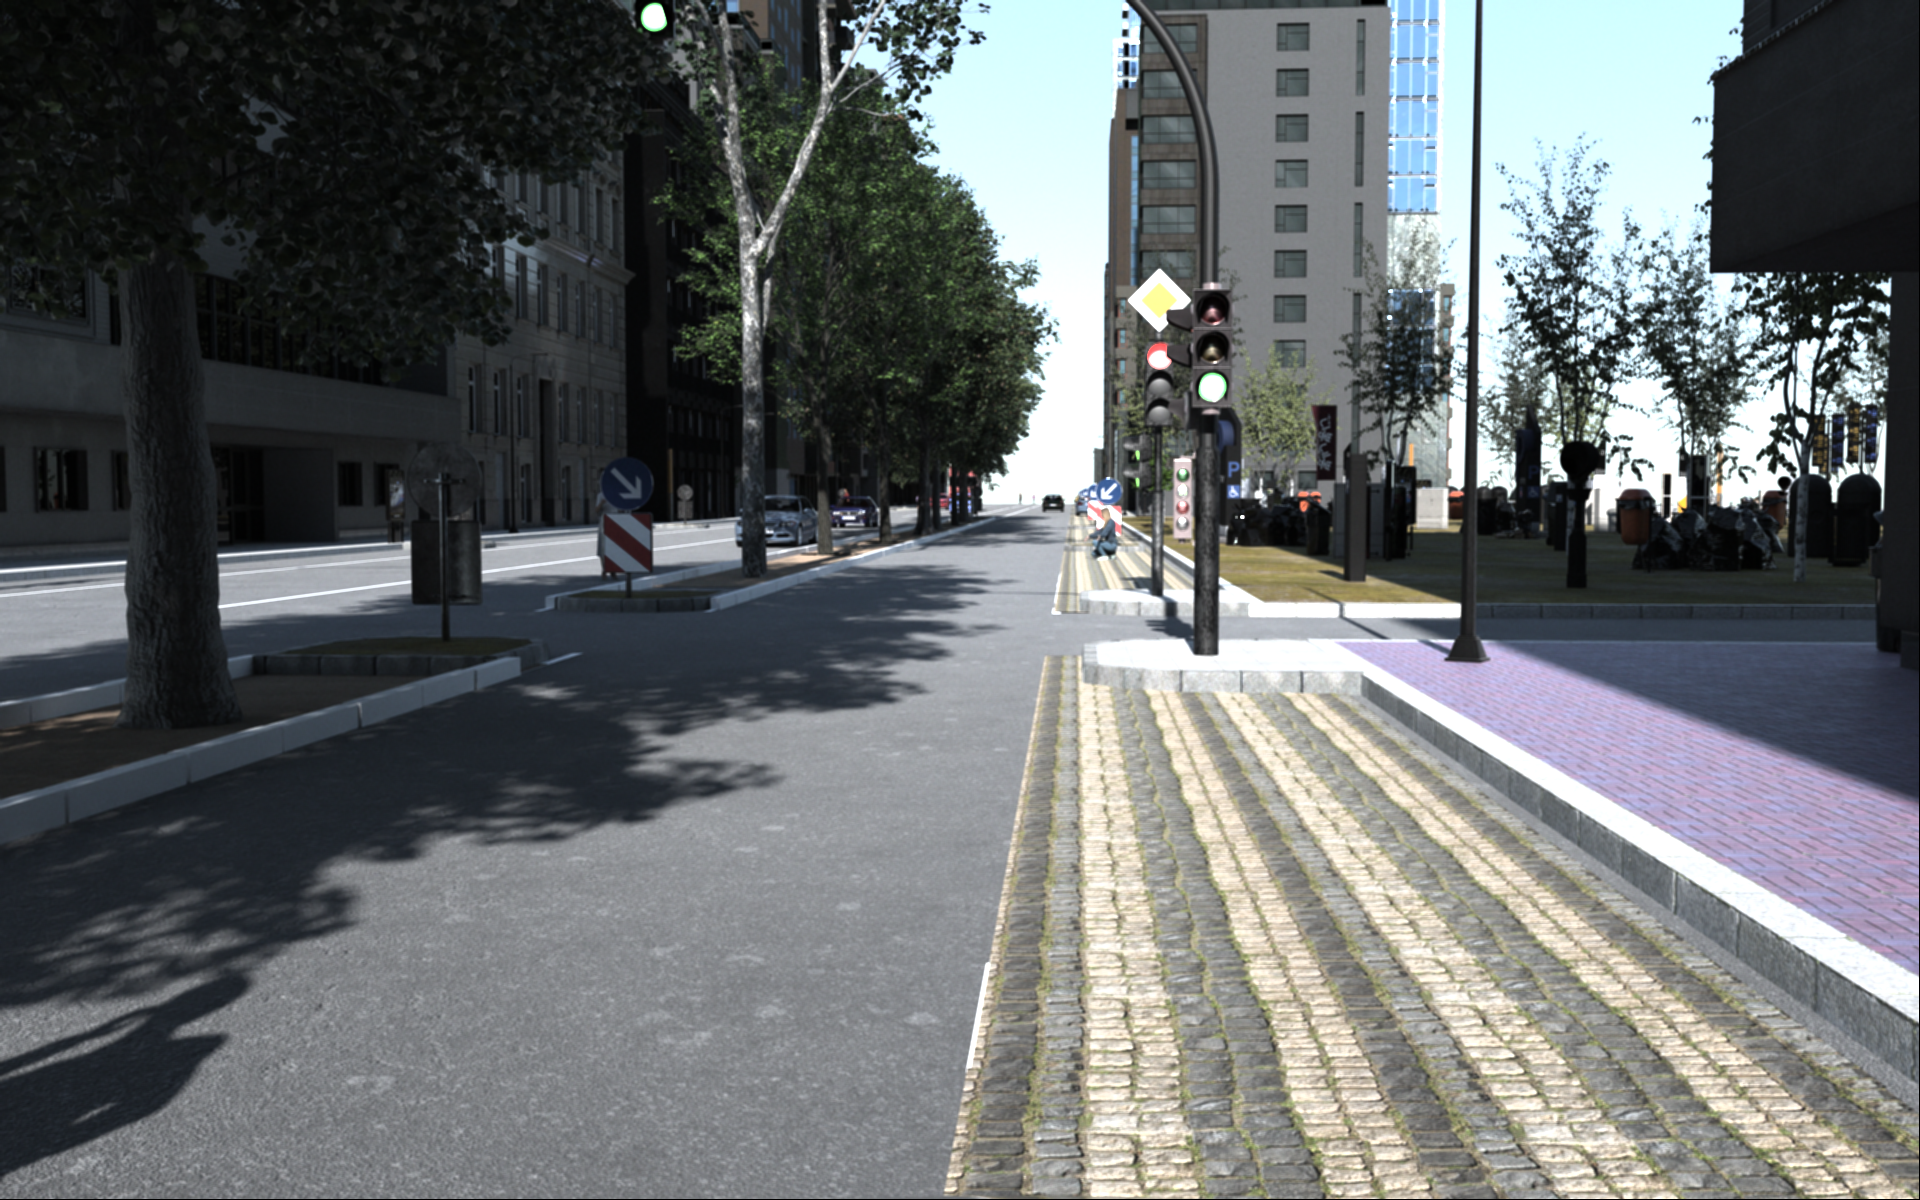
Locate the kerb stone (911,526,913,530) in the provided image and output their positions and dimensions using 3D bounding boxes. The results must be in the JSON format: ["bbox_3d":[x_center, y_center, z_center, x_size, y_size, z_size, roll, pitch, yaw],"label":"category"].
[{"bbox_3d":[-2.046,-2.808,68.112,0.120,0.150,1.000,0,4,4],"label":"kerb stone"}]

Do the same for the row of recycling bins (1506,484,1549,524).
[{"bbox_3d":[25.106,-4.132,74.675,1.069,1.692,3.534,-1,4,-14],"label":"row of recycling bins"}]

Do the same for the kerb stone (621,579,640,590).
[{"bbox_3d":[-4.877,-0.183,25.193,0.120,0.150,1.000,0,4,4],"label":"kerb stone"}]

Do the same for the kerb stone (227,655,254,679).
[{"bbox_3d":[-5.659,0.543,13.315,0.120,0.150,1.000,0,4,4],"label":"kerb stone"}]

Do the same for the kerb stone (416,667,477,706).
[{"bbox_3d":[-3.643,0.613,12.168,0.120,0.150,1.000,0,4,4],"label":"kerb stone"}]

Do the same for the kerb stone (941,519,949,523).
[{"bbox_3d":[-0.763,-3.996,87.522,0.120,0.150,1.000,0,4,4],"label":"kerb stone"}]

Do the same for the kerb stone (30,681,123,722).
[{"bbox_3d":[-5.803,0.673,11.276,0.120,0.150,1.000,0,4,4],"label":"kerb stone"}]

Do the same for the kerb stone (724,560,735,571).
[{"bbox_3d":[-4.408,-0.621,32.344,0.120,0.150,1.000,0,4,4],"label":"kerb stone"}]

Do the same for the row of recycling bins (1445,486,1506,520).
[{"bbox_3d":[26.148,-4.942,87.907,3.534,1.692,1.069,-1,4,-12],"label":"row of recycling bins"}]

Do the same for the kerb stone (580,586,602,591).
[{"bbox_3d":[-5.011,-0.053,23.154,0.120,0.150,1.000,0,4,4],"label":"kerb stone"}]

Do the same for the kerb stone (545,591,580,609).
[{"bbox_3d":[-5.088,0.004,22.134,0.120,0.150,1.000,0,4,4],"label":"kerb stone"}]

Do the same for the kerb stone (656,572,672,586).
[{"bbox_3d":[-4.743,-0.305,27.237,0.120,0.150,1.000,0,4,4],"label":"kerb stone"}]

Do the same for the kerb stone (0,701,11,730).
[{"bbox_3d":[-5.865,0.730,10.255,0.120,0.150,1.000,0,4,4],"label":"kerb stone"}]

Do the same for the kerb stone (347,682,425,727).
[{"bbox_3d":[-3.703,0.676,11.138,0.120,0.150,1.000,0,4,4],"label":"kerb stone"}]

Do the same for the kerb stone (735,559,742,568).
[{"bbox_3d":[-4.343,-0.680,33.364,0.120,0.150,1.000,0,4,4],"label":"kerb stone"}]

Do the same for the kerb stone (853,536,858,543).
[{"bbox_3d":[-3.186,-1.744,50.757,0.120,0.150,1.000,0,4,4],"label":"kerb stone"}]

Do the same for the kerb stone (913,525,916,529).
[{"bbox_3d":[-1.977,-2.871,69.138,0.120,0.150,1.000,0,4,4],"label":"kerb stone"}]

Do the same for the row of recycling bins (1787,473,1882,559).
[{"bbox_3d":[18.459,-1.677,34.530,3.534,1.692,1.069,2,4,30],"label":"row of recycling bins"}]

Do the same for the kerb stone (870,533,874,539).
[{"bbox_3d":[-2.920,-1.994,54.846,0.120,0.150,1.000,0,4,4],"label":"kerb stone"}]

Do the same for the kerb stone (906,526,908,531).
[{"bbox_3d":[-2.179,-2.684,66.072,0.120,0.150,1.000,0,4,4],"label":"kerb stone"}]

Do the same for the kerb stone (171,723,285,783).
[{"bbox_3d":[-3.841,0.802,9.089,0.120,0.150,1.000,0,4,4],"label":"kerb stone"}]

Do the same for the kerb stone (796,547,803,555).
[{"bbox_3d":[-3.873,-1.121,40.524,0.120,0.150,1.000,0,4,4],"label":"kerb stone"}]

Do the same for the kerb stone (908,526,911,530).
[{"bbox_3d":[-2.108,-2.746,67.092,0.120,0.150,1.000,0,4,4],"label":"kerb stone"}]

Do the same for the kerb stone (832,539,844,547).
[{"bbox_3d":[-3.394,-1.559,47.690,0.120,0.150,1.000,0,4,4],"label":"kerb stone"}]

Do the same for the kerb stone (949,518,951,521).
[{"bbox_3d":[-0.702,-4.057,88.545,0.120,0.150,1.000,0,4,4],"label":"kerb stone"}]

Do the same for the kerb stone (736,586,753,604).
[{"bbox_3d":[-2.925,-0.045,22.938,0.120,0.150,1.000,0,4,4],"label":"kerb stone"}]

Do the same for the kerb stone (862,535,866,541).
[{"bbox_3d":[-3.052,-1.872,52.797,0.120,0.150,1.000,0,4,4],"label":"kerb stone"}]

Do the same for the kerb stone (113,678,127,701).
[{"bbox_3d":[-5.740,0.605,12.296,0.120,0.150,1.000,0,4,4],"label":"kerb stone"}]

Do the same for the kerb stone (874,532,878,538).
[{"bbox_3d":[-2.857,-2.059,55.866,0.120,0.150,1.000,0,4,4],"label":"kerb stone"}]

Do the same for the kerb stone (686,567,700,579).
[{"bbox_3d":[-4.610,-0.433,29.281,0.120,0.150,1.000,0,4,4],"label":"kerb stone"}]

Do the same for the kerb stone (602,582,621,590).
[{"bbox_3d":[-4.956,-0.121,24.174,0.120,0.150,1.000,0,4,4],"label":"kerb stone"}]

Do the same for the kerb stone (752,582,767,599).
[{"bbox_3d":[-2.857,-0.108,23.958,0.120,0.150,1.000,0,4,4],"label":"kerb stone"}]

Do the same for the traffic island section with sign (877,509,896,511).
[{"bbox_3d":[-6.529,-8.630,149.727,1.989,1.847,2.006,0,4,4],"label":"traffic island section with sign"}]

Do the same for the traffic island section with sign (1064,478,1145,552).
[{"bbox_3d":[3.619,-2.136,43.552,1.989,1.847,2.006,0,4,4],"label":"traffic island section with sign"}]

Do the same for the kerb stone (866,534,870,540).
[{"bbox_3d":[-2.985,-1.934,53.823,0.120,0.150,1.000,0,4,4],"label":"kerb stone"}]

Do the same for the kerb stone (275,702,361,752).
[{"bbox_3d":[-3.781,0.746,10.117,0.120,0.150,1.000,0,4,4],"label":"kerb stone"}]

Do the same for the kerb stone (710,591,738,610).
[{"bbox_3d":[-2.994,0.017,21.910,0.120,0.150,1.000,0,4,4],"label":"kerb stone"}]

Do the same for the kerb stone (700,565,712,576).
[{"bbox_3d":[-4.544,-0.496,30.301,0.120,0.150,1.000,0,4,4],"label":"kerb stone"}]

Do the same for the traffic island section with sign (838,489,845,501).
[{"bbox_3d":[-8.299,-6.985,122.830,1.989,1.847,2.006,0,4,4],"label":"traffic island section with sign"}]

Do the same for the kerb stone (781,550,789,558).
[{"bbox_3d":[-3.998,-0.987,38.471,0.120,0.150,1.000,0,4,4],"label":"kerb stone"}]

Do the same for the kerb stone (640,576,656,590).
[{"bbox_3d":[-4.813,-0.246,26.214,0.120,0.150,1.000,0,4,4],"label":"kerb stone"}]

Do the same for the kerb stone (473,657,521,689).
[{"bbox_3d":[-3.565,0.558,13.188,0.120,0.150,1.000,0,4,4],"label":"kerb stone"}]

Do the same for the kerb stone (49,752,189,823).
[{"bbox_3d":[-3.909,0.867,8.049,0.120,0.150,1.000,0,4,4],"label":"kerb stone"}]

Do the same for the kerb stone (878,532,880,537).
[{"bbox_3d":[-2.781,-2.122,56.885,0.120,0.150,1.000,0,4,4],"label":"kerb stone"}]

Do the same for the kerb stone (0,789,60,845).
[{"bbox_3d":[-3.980,0.928,7.029,0.120,0.150,1.000,0,4,4],"label":"kerb stone"}]

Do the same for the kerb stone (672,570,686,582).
[{"bbox_3d":[-4.684,-0.368,28.258,0.120,0.150,1.000,0,4,4],"label":"kerb stone"}]

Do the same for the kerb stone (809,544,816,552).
[{"bbox_3d":[-3.733,-1.246,42.563,0.120,0.150,1.000,0,4,4],"label":"kerb stone"}]

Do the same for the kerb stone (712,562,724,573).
[{"bbox_3d":[-4.477,-0.555,31.321,0.120,0.150,1.000,0,4,4],"label":"kerb stone"}]

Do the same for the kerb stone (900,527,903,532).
[{"bbox_3d":[-2.315,-2.558,64.033,0.120,0.150,1.000,0,4,4],"label":"kerb stone"}]

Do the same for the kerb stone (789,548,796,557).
[{"bbox_3d":[-3.933,-1.058,39.494,0.120,0.150,1.000,0,4,4],"label":"kerb stone"}]

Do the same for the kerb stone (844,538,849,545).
[{"bbox_3d":[-3.322,-1.622,48.712,0.120,0.150,1.000,0,4,4],"label":"kerb stone"}]

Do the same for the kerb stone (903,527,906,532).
[{"bbox_3d":[-2.241,-2.620,65.052,0.120,0.150,1.000,0,4,4],"label":"kerb stone"}]

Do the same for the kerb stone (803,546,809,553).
[{"bbox_3d":[-3.809,-1.180,41.544,0.120,0.150,1.000,0,4,4],"label":"kerb stone"}]

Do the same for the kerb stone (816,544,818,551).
[{"bbox_3d":[-3.664,-1.308,43.589,0.120,0.150,1.000,0,4,4],"label":"kerb stone"}]

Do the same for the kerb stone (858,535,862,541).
[{"bbox_3d":[-3.125,-1.809,51.778,0.120,0.150,1.000,0,4,4],"label":"kerb stone"}]

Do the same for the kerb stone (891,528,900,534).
[{"bbox_3d":[-2.381,-2.496,63.013,0.120,0.150,1.000,0,4,4],"label":"kerb stone"}]

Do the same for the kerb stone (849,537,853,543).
[{"bbox_3d":[-3.259,-1.684,49.733,0.120,0.150,1.000,0,4,4],"label":"kerb stone"}]

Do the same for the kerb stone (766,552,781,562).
[{"bbox_3d":[-4.071,-0.928,37.447,0.120,0.150,1.000,0,4,4],"label":"kerb stone"}]
